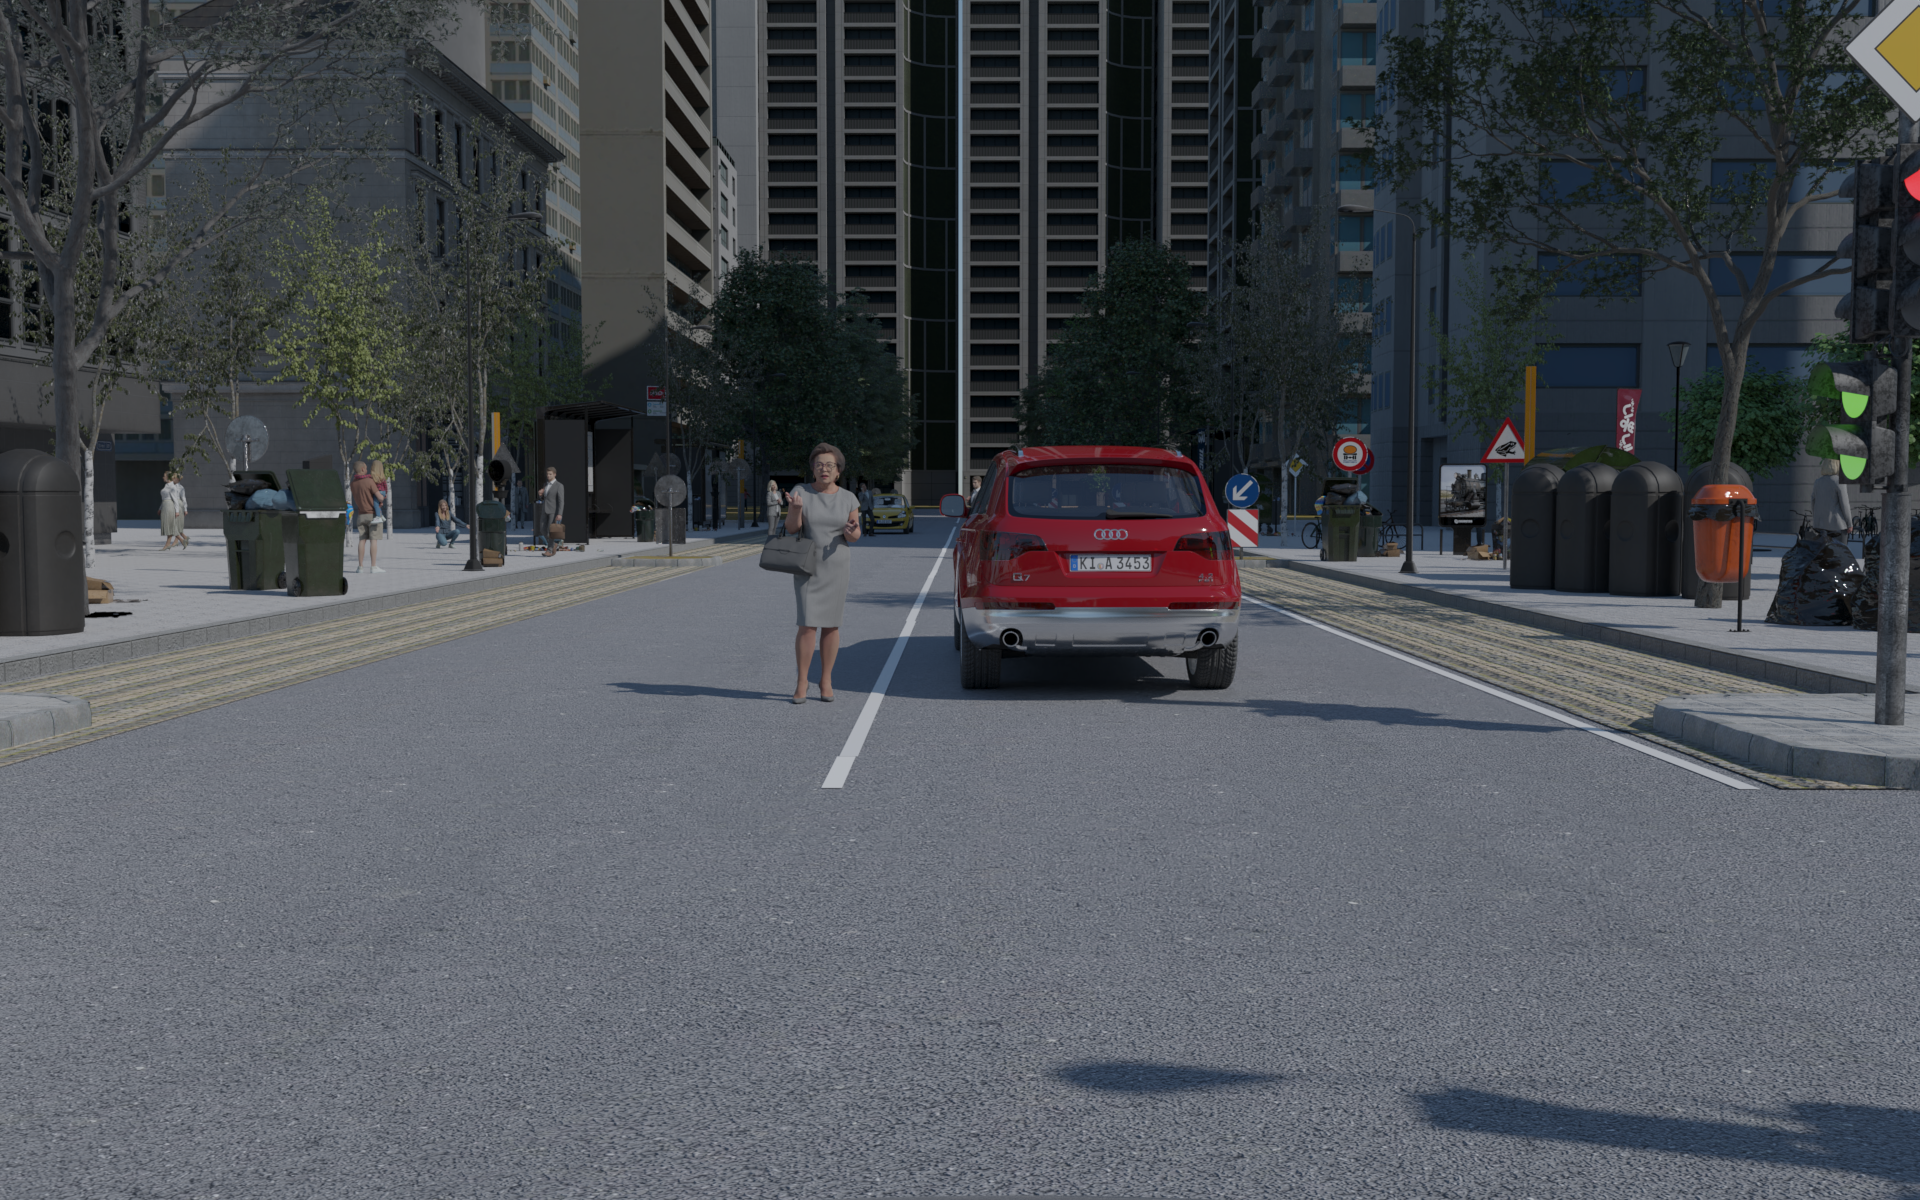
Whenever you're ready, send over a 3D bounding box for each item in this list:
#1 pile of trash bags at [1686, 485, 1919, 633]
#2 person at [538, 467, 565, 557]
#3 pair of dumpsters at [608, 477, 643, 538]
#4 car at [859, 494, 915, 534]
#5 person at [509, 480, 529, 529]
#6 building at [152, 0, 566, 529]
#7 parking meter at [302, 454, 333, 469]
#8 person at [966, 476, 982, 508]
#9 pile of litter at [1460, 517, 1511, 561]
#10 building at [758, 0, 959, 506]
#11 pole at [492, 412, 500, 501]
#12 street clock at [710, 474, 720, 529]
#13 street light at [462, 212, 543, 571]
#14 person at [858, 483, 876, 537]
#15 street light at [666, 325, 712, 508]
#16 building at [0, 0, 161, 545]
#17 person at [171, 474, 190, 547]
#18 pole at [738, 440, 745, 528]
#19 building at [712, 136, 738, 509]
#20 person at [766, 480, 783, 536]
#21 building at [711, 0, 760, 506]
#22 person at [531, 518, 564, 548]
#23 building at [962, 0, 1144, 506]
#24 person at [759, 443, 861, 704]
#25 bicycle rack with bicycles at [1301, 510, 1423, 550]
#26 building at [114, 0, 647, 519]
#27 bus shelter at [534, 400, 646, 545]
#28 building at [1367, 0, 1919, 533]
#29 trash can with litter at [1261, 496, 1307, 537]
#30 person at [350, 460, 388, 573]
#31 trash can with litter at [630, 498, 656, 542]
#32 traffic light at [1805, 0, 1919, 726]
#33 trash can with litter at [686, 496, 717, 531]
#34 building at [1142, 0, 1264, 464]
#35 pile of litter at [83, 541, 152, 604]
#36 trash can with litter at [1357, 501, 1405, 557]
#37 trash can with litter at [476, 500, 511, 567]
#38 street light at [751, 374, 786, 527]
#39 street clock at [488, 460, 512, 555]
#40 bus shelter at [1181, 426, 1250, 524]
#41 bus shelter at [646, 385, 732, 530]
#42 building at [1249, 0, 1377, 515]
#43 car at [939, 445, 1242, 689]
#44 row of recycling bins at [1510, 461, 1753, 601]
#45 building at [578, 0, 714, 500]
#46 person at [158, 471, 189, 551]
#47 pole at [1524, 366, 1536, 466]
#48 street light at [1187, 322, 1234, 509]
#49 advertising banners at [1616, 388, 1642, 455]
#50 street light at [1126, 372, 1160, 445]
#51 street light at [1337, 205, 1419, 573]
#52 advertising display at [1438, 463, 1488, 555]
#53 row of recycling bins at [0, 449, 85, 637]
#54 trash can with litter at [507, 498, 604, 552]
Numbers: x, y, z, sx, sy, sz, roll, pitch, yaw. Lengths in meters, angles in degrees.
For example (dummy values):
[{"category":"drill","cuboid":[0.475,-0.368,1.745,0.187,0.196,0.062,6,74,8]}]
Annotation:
[{"category":"pile of trash bags","cuboid":[8.568,-0.423,16.662,3.447,1.369,1.912,-1,4,-14]},{"category":"person","cuboid":[-8.337,-1.798,35.399,0.622,1.834,0.822,1,4,18]},{"category":"pair of dumpsters","cuboid":[-10.715,-3.046,52.303,1.574,2.255,4.437,0,4,0]},{"category":"car","cuboid":[-2.619,-3.236,63.136,2.015,1.641,3.980,0,4,2]},{"category":"person","cuboid":[-16.308,-3.542,64.054,0.694,1.812,0.767,-1,4,-16]},{"category":"building","cuboid":[-24.520,-13.057,64.393,10.553,20.767,40.483,0,4,0]},{"category":"parking meter","cuboid":[-9.430,-1.206,25.430,0.399,1.863,0.255,-3,5,-43]},{"category":"person","cuboid":[0.400,-1.839,38.532,0.622,1.834,0.822,3,5,43]},{"category":"pile of litter","cuboid":[10.379,-1.221,33.936,1.719,0.858,1.176,-2,4,-34]},{"category":"building","cuboid":[-10.471,-45.846,187.832,20.611,71.187,20.563,0,4,0]},{"category":"pole","cuboid":[-11.611,-3.031,43.400,0.158,3.312,0.155,0,3,0]},{"category":"street clock","cuboid":[-8.984,-3.605,63.513,0.358,2.002,0.471,0,4,-3]},{"category":"street light","cuboid":[-7.579,-3.435,28.710,1.470,5.913,1.316,0,4,0]},{"category":"person","cuboid":[-3.136,-3.050,58.544,0.592,1.802,0.473,-1,4,-8]},{"category":"street light","cuboid":[-7.531,-4.603,47.795,1.470,5.913,1.316,0,4,0]},{"category":"building","cuboid":[-27.122,-14.567,31.676,14.314,27.812,24.014,0,4,0]},{"category":"person","cuboid":[-18.932,-2.182,41.939,0.478,1.798,0.641,2,4,33]},{"category":"pole","cuboid":[-8.241,-4.368,65.255,0.158,3.312,0.155,0,3,0]},{"category":"building","cuboid":[-25.736,-22.703,142.895,14.107,30.474,14.160,0,4,0]},{"category":"person","cuboid":[-4.968,-2.326,46.707,0.537,1.800,0.526,-3,5,-41]},{"category":"building","cuboid":[-34.878,-39.572,189.006,28.212,58.520,21.231,0,4,0]},{"category":"person","cuboid":[-9.695,-1.779,40.629,0.738,1.151,1.012,1,4,13]},{"category":"building","cuboid":[10.591,-45.874,188.284,20.611,71.187,20.563,0,4,0]},{"category":"person","cuboid":[-1.014,-0.184,11.862,0.716,1.782,0.532,-1,4,-14]},{"category":"bicycle rack with bicycles","cuboid":[9.332,-1.653,40.415,2.925,0.926,2.852,-1,4,-15]},{"category":"building","cuboid":[-34.773,-24.758,96.679,32.217,40.220,23.993,0,4,0]},{"category":"bus shelter","cuboid":[-9.841,-3.380,46.540,1.731,3.624,6.357,0,4,0]},{"category":"building","cuboid":[27.770,-32.264,69.513,21.231,58.520,28.212,0,4,0]},{"category":"trash can with litter","cuboid":[9.857,-2.591,53.422,1.678,1.210,2.233,1,4,10]},{"category":"person","cuboid":[-9.583,-1.355,28.165,0.580,1.828,0.573,-2,4,-30]},{"category":"trash can with litter","cuboid":[-8.427,-2.141,46.390,0.624,1.170,1.055,0,4,2]},{"category":"traffic light","cuboid":[5.166,-1.262,9.547,0.839,4.253,0.868,0,4,0]},{"category":"trash can with litter","cuboid":[-8.976,-3.023,60.485,1.678,1.210,2.233,1,4,13]},{"category":"building","cuboid":[31.483,-45.856,188.005,20.611,71.187,20.563,0,4,0]},{"category":"pile of litter","cuboid":[-10.458,-0.384,20.250,1.719,0.858,1.176,-1,4,-15]},{"category":"trash can with litter","cuboid":[8.492,-1.465,35.348,1.055,1.170,0.624,-1,4,-18]},{"category":"trash can with litter","cuboid":[-8.262,-1.186,30.784,0.624,1.170,1.055,-1,4,-19]},{"category":"street light","cuboid":[-7.402,-5.770,66.881,1.470,5.913,1.316,0,4,0]},{"category":"street clock","cuboid":[-9.689,-1.953,36.507,0.471,2.002,0.358,2,4,27]},{"category":"bus shelter","cuboid":[9.215,-4.366,62.675,1.731,3.624,6.357,0,4,0]},{"category":"bus shelter","cuboid":[-10.466,-5.444,66.640,2.179,5.291,8.768,0,4,0]},{"category":"building","cuboid":[31.256,-30.126,112.175,23.786,49.044,30.456,0,4,0]},{"category":"car","cuboid":[0.976,-0.343,14.285,2.281,1.827,5.304,0,4,-1]},{"category":"row of recycling bins","cuboid":[8.556,-0.931,22.343,1.069,1.692,3.534,-2,4,-30]},{"category":"building","cuboid":[-29.262,-30.321,119.457,21.300,48.544,21.600,0,4,0]},{"category":"person","cuboid":[-17.843,-2.017,39.243,0.641,1.798,0.478,-2,4,-30]},{"category":"pole","cuboid":[9.133,-2.077,27.805,0.158,3.312,0.155,0,3,0]},{"category":"street light","cuboid":[6.826,-4.551,46.943,1.470,5.913,1.316,0,4,0]},{"category":"advertising banners","cuboid":[10.336,-1.970,28.400,2.074,3.025,0.090,-1,4,-21]},{"category":"street light","cuboid":[6.992,-5.705,65.817,1.470,5.913,1.316,0,4,0]},{"category":"street light","cuboid":[6.754,-3.391,27.978,1.470,5.913,1.316,0,4,0]},{"category":"advertising display","cuboid":[10.529,-1.900,36.285,0.974,1.923,0.123,1,4,12]},{"category":"row of recycling bins","cuboid":[-9.477,-0.478,14.928,3.534,1.692,1.069,-3,5,-44]},{"category":"trash can with litter","cuboid":[-9.070,-1.697,38.798,2.233,1.210,1.678,1,4,22]}]
